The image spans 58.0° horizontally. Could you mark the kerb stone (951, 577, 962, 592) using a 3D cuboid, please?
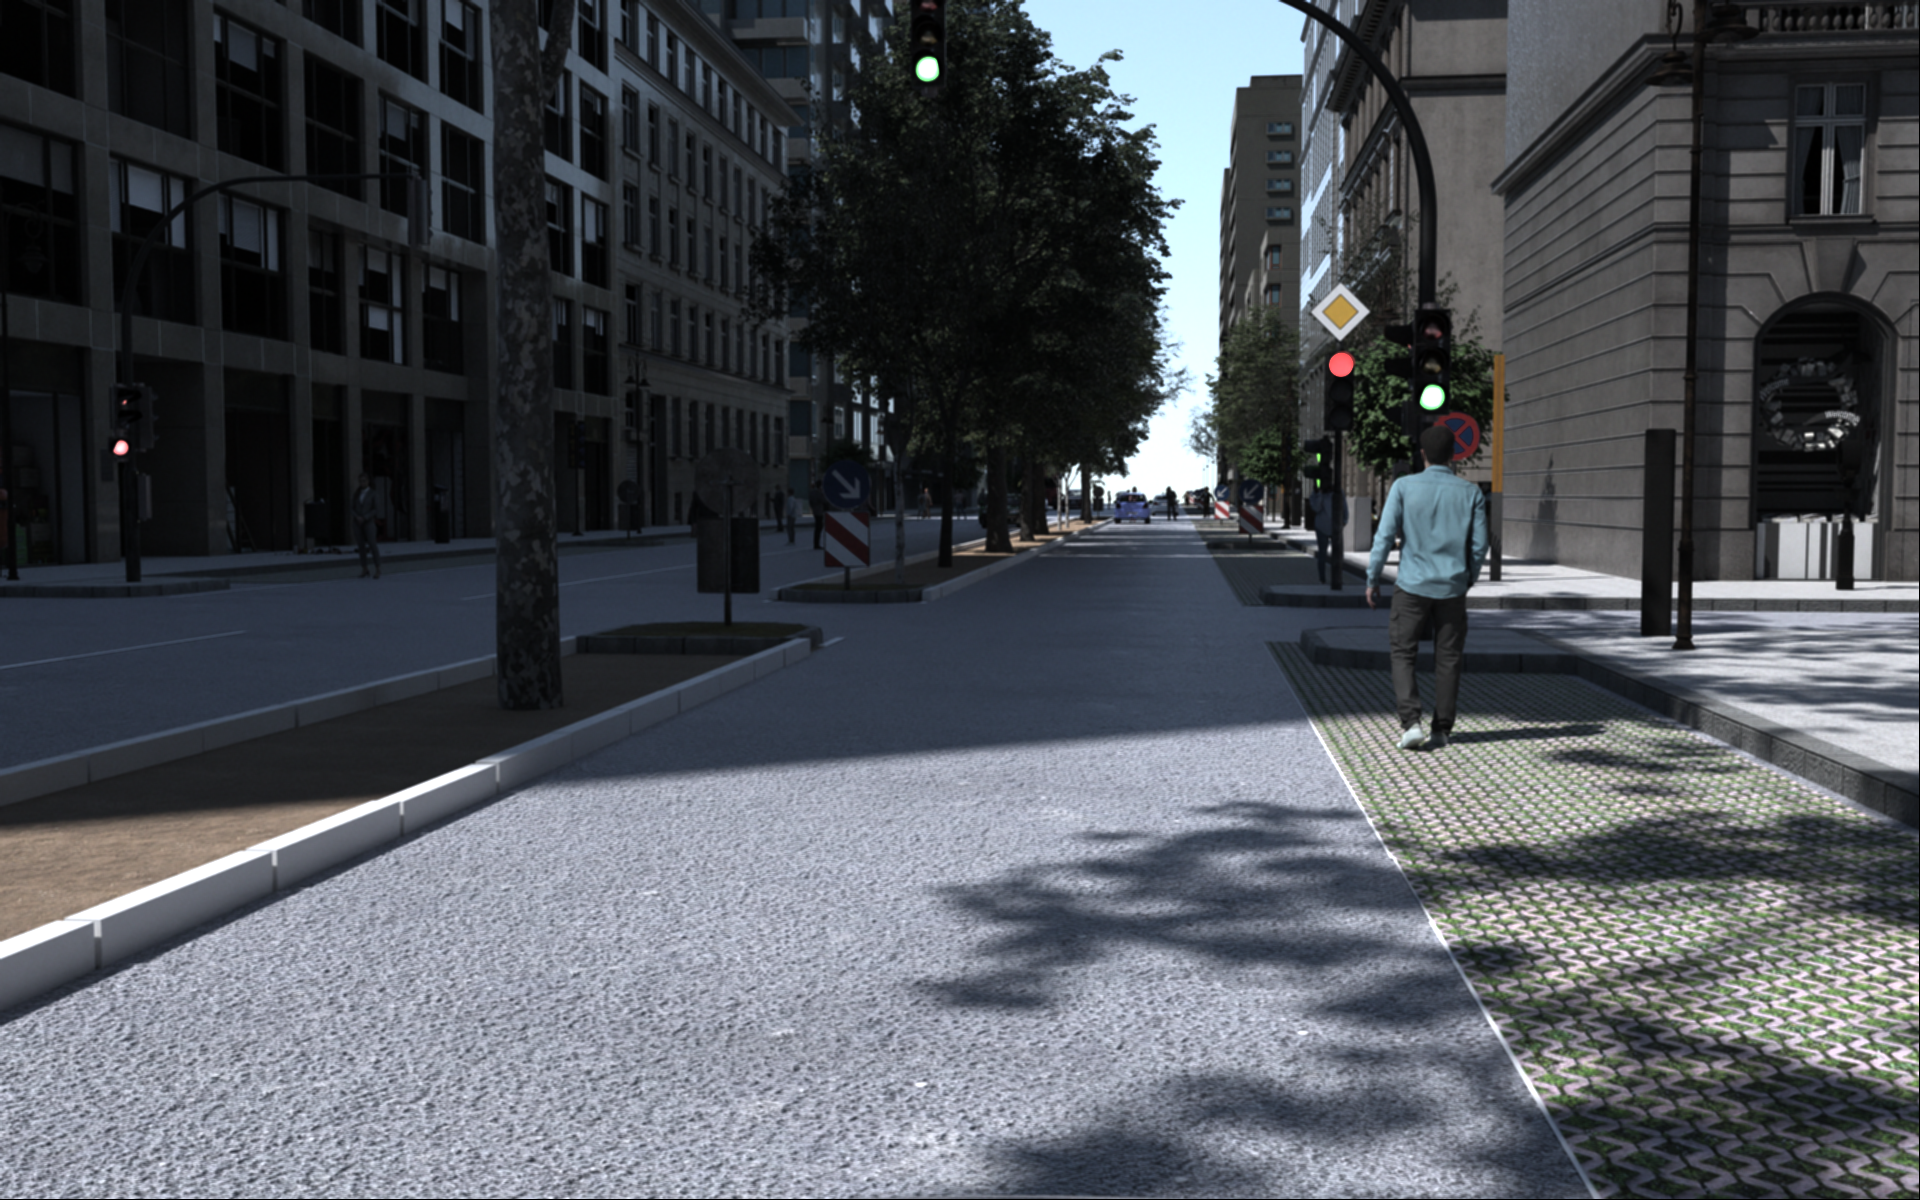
[{"bbox_3d":[-0.122,-0.206,25.568,0.120,0.150,1.000,0,4,7],"label":"kerb stone"}]

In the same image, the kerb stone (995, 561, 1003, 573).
[{"bbox_3d":[0.629,-0.576,31.663,0.120,0.150,1.000,0,4,7],"label":"kerb stone"}]

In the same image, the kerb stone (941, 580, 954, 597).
[{"bbox_3d":[-0.248,-0.144,24.554,0.120,0.150,1.000,0,4,7],"label":"kerb stone"}]

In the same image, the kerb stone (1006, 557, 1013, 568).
[{"bbox_3d":[0.876,-0.704,33.707,0.120,0.150,1.000,0,4,7],"label":"kerb stone"}]

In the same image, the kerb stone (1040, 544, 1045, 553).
[{"bbox_3d":[1.885,-1.195,41.870,0.120,0.150,1.000,0,4,7],"label":"kerb stone"}]

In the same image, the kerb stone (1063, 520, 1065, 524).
[{"bbox_3d":[4.728,-3.642,81.818,0.120,0.150,1.000,0,4,7],"label":"kerb stone"}]

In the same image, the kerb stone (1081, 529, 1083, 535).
[{"bbox_3d":[4.035,-2.261,59.160,0.120,0.150,1.000,0,4,7],"label":"kerb stone"}]

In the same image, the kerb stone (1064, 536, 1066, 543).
[{"bbox_3d":[2.904,-1.701,50.003,0.120,0.150,1.000,0,4,7],"label":"kerb stone"}]

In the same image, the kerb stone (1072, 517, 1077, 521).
[{"bbox_3d":[5.989,-4.269,91.992,0.120,0.150,1.000,0,4,7],"label":"kerb stone"}]

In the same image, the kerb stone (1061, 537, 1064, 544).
[{"bbox_3d":[2.782,-1.639,48.986,0.120,0.150,1.000,0,4,7],"label":"kerb stone"}]

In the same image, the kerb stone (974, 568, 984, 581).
[{"bbox_3d":[0.241,-0.392,28.612,0.120,0.150,1.000,0,4,7],"label":"kerb stone"}]

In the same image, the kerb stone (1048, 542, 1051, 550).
[{"bbox_3d":[2.136,-1.328,43.906,0.120,0.150,1.000,0,4,7],"label":"kerb stone"}]

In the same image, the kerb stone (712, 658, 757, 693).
[{"bbox_3d":[-1.708,0.571,12.861,0.120,0.150,1.000,0,4,7],"label":"kerb stone"}]

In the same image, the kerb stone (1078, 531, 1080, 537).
[{"bbox_3d":[3.781,-2.134,57.132,0.120,0.150,1.000,0,4,7],"label":"kerb stone"}]

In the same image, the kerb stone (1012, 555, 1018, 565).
[{"bbox_3d":[1.004,-0.765,34.733,0.120,0.150,1.000,0,4,7],"label":"kerb stone"}]

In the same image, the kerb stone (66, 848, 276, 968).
[{"bbox_3d":[-2.590,1.008,5.732,0.120,0.150,1.000,0,4,7],"label":"kerb stone"}]

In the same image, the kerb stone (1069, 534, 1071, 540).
[{"bbox_3d":[3.157,-1.825,52.034,0.120,0.150,1.000,0,4,7],"label":"kerb stone"}]

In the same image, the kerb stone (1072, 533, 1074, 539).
[{"bbox_3d":[3.407,-1.950,54.077,0.120,0.150,1.000,0,4,7],"label":"kerb stone"}]

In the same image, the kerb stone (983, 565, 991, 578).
[{"bbox_3d":[0.369,-0.455,29.636,0.120,0.150,1.000,0,4,7],"label":"kerb stone"}]

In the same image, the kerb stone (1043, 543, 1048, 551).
[{"bbox_3d":[2.015,-1.266,42.889,0.120,0.150,1.000,0,4,7],"label":"kerb stone"}]

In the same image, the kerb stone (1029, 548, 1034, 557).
[{"bbox_3d":[1.509,-1.017,38.816,0.120,0.150,1.000,0,4,7],"label":"kerb stone"}]

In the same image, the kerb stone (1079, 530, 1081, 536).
[{"bbox_3d":[3.903,-2.199,58.147,0.120,0.150,1.000,0,4,7],"label":"kerb stone"}]

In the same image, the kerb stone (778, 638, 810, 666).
[{"bbox_3d":[-1.451,0.446,14.902,0.120,0.150,1.000,0,4,7],"label":"kerb stone"}]

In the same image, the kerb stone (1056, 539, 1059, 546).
[{"bbox_3d":[2.523,-1.515,46.959,0.120,0.150,1.000,0,4,7],"label":"kerb stone"}]

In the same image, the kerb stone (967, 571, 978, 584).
[{"bbox_3d":[0.125,-0.330,27.597,0.120,0.150,1.000,0,4,7],"label":"kerb stone"}]

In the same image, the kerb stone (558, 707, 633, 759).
[{"bbox_3d":[-2.084,0.757,9.817,0.120,0.150,1.000,0,4,7],"label":"kerb stone"}]

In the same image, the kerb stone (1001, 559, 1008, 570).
[{"bbox_3d":[0.748,-0.642,32.685,0.120,0.150,1.000,0,4,7],"label":"kerb stone"}]

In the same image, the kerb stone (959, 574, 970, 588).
[{"bbox_3d":[-0.003,-0.265,26.583,0.120,0.150,1.000,0,4,7],"label":"kerb stone"}]

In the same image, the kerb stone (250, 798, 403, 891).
[{"bbox_3d":[-2.460,0.945,6.748,0.120,0.150,1.000,0,4,7],"label":"kerb stone"}]

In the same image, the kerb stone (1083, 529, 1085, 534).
[{"bbox_3d":[4.159,-2.322,60.181,0.120,0.150,1.000,0,4,7],"label":"kerb stone"}]

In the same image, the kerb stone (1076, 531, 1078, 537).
[{"bbox_3d":[3.659,-2.070,56.111,0.120,0.150,1.000,0,4,7],"label":"kerb stone"}]

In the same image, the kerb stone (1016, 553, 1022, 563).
[{"bbox_3d":[1.133,-0.824,35.752,0.120,0.150,1.000,0,4,7],"label":"kerb stone"}]

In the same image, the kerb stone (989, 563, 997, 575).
[{"bbox_3d":[0.507,-0.517,30.648,0.120,0.150,1.000,0,4,7],"label":"kerb stone"}]

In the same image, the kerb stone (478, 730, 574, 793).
[{"bbox_3d":[-2.204,0.819,8.798,0.120,0.150,1.000,0,4,7],"label":"kerb stone"}]

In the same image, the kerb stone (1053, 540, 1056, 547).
[{"bbox_3d":[2.389,-1.452,45.938,0.120,0.150,1.000,0,4,7],"label":"kerb stone"}]

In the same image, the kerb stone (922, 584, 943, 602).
[{"bbox_3d":[-0.385,-0.082,23.540,0.120,0.150,1.000,0,4,7],"label":"kerb stone"}]

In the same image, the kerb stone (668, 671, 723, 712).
[{"bbox_3d":[-1.831,0.633,11.846,0.120,0.150,1.000,0,4,7],"label":"kerb stone"}]

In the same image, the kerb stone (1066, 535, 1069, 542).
[{"bbox_3d":[3.037,-1.763,51.019,0.120,0.150,1.000,0,4,7],"label":"kerb stone"}]

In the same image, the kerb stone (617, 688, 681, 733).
[{"bbox_3d":[-1.961,0.695,10.832,0.120,0.150,1.000,0,4,7],"label":"kerb stone"}]

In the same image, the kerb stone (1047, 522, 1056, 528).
[{"bbox_3d":[3.975,-3.272,75.718,0.120,0.150,1.000,0,4,7],"label":"kerb stone"}]

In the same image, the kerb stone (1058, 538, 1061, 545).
[{"bbox_3d":[2.648,-1.577,47.973,0.120,0.150,1.000,0,4,7],"label":"kerb stone"}]

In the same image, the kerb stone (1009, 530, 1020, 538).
[{"bbox_3d":[1.831,-2.217,58.438,0.120,0.150,1.000,0,4,7],"label":"kerb stone"}]

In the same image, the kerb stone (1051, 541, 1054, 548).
[{"bbox_3d":[2.276,-1.390,44.922,0.120,0.150,1.000,0,4,7],"label":"kerb stone"}]

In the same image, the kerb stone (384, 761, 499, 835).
[{"bbox_3d":[-2.331,0.888,7.767,0.120,0.150,1.000,0,4,7],"label":"kerb stone"}]

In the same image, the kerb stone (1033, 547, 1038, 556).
[{"bbox_3d":[1.635,-1.079,39.839,0.120,0.150,1.000,0,4,7],"label":"kerb stone"}]

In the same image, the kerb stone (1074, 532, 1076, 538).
[{"bbox_3d":[3.536,-2.012,55.097,0.120,0.150,1.000,0,4,7],"label":"kerb stone"}]

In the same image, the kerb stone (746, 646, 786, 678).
[{"bbox_3d":[-1.583,0.508,13.885,0.120,0.150,1.000,0,4,7],"label":"kerb stone"}]

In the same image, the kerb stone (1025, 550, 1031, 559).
[{"bbox_3d":[1.384,-0.953,37.792,0.120,0.150,1.000,0,4,7],"label":"kerb stone"}]

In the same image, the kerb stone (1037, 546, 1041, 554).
[{"bbox_3d":[1.764,-1.139,40.854,0.120,0.150,1.000,0,4,7],"label":"kerb stone"}]

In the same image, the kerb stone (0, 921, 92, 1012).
[{"bbox_3d":[-2.722,1.071,4.718,0.120,0.150,1.000,0,4,7],"label":"kerb stone"}]

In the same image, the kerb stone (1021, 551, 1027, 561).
[{"bbox_3d":[1.260,-0.892,36.775,0.120,0.150,1.000,0,4,7],"label":"kerb stone"}]
